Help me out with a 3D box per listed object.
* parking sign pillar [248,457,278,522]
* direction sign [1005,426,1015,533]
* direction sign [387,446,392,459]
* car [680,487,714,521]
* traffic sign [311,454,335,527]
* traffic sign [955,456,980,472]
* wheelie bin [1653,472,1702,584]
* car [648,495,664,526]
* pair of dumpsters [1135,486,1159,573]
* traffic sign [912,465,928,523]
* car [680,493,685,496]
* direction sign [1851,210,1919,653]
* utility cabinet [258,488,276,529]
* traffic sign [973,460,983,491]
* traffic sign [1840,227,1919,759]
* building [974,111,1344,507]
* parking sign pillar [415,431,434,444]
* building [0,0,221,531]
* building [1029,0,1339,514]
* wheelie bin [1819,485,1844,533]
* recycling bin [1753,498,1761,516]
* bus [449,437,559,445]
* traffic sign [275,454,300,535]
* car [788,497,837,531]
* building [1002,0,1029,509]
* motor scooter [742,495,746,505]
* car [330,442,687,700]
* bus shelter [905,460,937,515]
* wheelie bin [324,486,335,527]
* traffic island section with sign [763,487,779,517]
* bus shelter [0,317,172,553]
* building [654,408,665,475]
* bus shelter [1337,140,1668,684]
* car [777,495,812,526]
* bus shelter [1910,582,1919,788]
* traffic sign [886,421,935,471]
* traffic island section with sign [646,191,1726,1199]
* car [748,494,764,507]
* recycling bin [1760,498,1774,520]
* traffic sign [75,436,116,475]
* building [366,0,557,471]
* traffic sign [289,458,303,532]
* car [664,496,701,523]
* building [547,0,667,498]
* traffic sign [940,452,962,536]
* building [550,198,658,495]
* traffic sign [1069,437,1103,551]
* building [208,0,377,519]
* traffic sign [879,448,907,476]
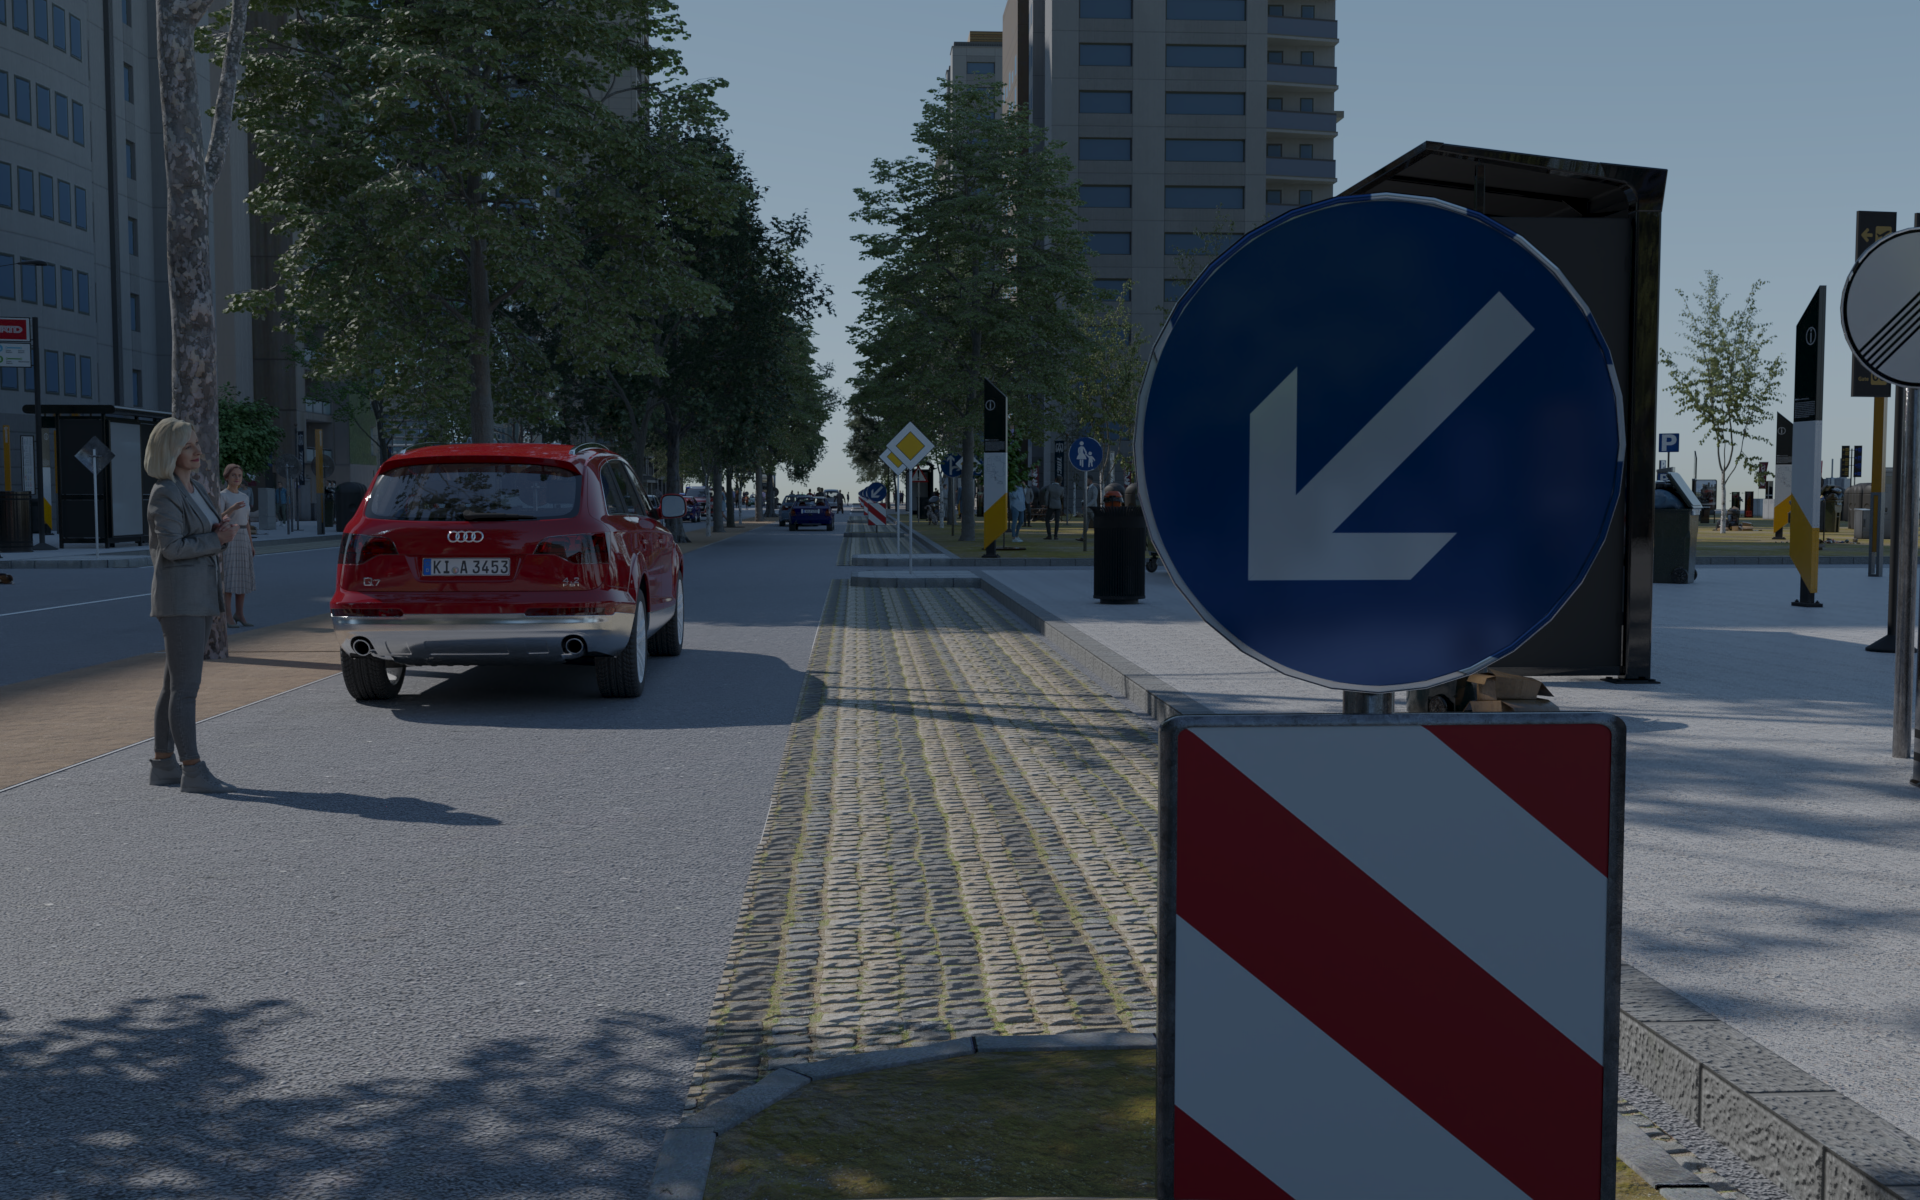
[{"bbox_3d":[-32.079,-5.559,79.356,1.447,3.967,1.447,2,4,31],"label":"parking sign pillar"},{"bbox_3d":[1.637,-4.014,57.624,0.379,3.537,0.876,-1,4,-21],"label":"direction sign"},{"bbox_3d":[-27.187,-5.535,82.499,0.379,3.537,0.876,-2,4,-33],"label":"direction sign"},{"bbox_3d":[-13.964,-5.185,93.441,2.281,1.827,5.304,0,4,-5],"label":"car"},{"bbox_3d":[-20.354,-3.378,55.333,0.768,2.556,0.104,0,4,2],"label":"traffic sign"},{"bbox_3d":[0.269,-3.243,52.752,0.795,2.593,0.064,0,4,1],"label":"traffic sign"},{"bbox_3d":[10.259,-1.043,24.969,0.693,1.594,0.980,2,4,35],"label":"wheelie bin"},{"bbox_3d":[-12.635,-3.436,68.185,2.014,1.417,4.499,0,4,-5],"label":"car"},{"bbox_3d":[3.790,-1.453,26.244,1.574,2.255,4.437,0,4,-4],"label":"pair of dumpsters"},{"bbox_3d":[-1.865,-4.762,77.854,0.884,2.594,0.081,0,4,2],"label":"traffic sign"},{"bbox_3d":[-19.374,-6.707,119.254,1.945,1.707,3.694,0,4,-4],"label":"car"},{"bbox_3d":[7.594,-1.347,14.014,0.876,3.537,0.379,-1,4,-11],"label":"direction sign"},{"bbox_3d":[-24.900,-3.277,62.260,0.318,1.500,1.173,-3,4,-36],"label":"utility cabinet"},{"bbox_3d":[0.449,-3.631,59.478,0.768,2.556,0.104,0,4,-2],"label":"traffic sign"},{"bbox_3d":[4.586,-0.505,8.359,0.768,2.556,0.104,0,4,0],"label":"traffic sign"},{"bbox_3d":[17.911,-29.056,166.944,32.217,40.220,23.993,0,4,-3],"label":"building"},{"bbox_3d":[-22.810,-5.172,73.037,1.447,3.967,1.447,3,5,45],"label":"parking sign pillar"},{"bbox_3d":[-41.861,-31.634,59.220,21.231,58.520,28.212,0,4,-3],"label":"building"},{"bbox_3d":[15.518,-35.703,125.742,21.231,58.520,28.212,0,4,-3],"label":"building"},{"bbox_3d":[29.135,-3.063,57.987,0.980,1.594,0.693,-3,5,-42],"label":"wheelie bin"},{"bbox_3d":[46.143,-5.366,100.281,0.722,1.027,0.722,-3,5,-41],"label":"recycling bin"},{"bbox_3d":[-15.289,-3.832,57.517,2.948,3.499,13.247,0,4,-2],"label":"bus"},{"bbox_3d":[-21.281,-3.346,54.817,0.768,2.556,0.104,0,4,-2],"label":"traffic sign"},{"bbox_3d":[-5.850,-3.422,68.523,1.945,1.354,3.894,0,4,-3],"label":"car"},{"bbox_3d":[11.067,-30.396,147.082,14.600,45.320,14.200,0,4,-3],"label":"building"},{"bbox_3d":[-28.575,-13.179,228.253,0.815,1.314,1.986,0,4,-5],"label":"motor scooter"},{"bbox_3d":[-3.356,-0.305,13.655,2.281,1.827,5.304,0,4,-4],"label":"car"},{"bbox_3d":[-2.475,-6.825,105.510,2.014,3.302,5.546,0,4,-3],"label":"bus shelter"},{"bbox_3d":[-24.628,-3.632,67.296,0.693,1.594,0.980,-1,4,-18],"label":"wheelie bin"},{"bbox_3d":[-11.855,-6.231,110.021,2.006,1.907,1.989,0,4,-3],"label":"traffic island section with sign"},{"bbox_3d":[-20.909,-3.935,41.970,2.179,5.291,8.768,0,4,-4],"label":"bus shelter"},{"bbox_3d":[-48.958,-29.475,253.614,14.160,30.474,14.107,0,4,-3],"label":"building"},{"bbox_3d":[3.763,-1.433,14.711,1.731,3.624,6.357,0,4,-4],"label":"bus shelter"},{"bbox_3d":[-7.254,-4.035,77.979,2.014,1.417,4.499,0,4,-5],"label":"car"},{"bbox_3d":[4.597,-1.577,3.411,2.179,5.291,8.768,0,4,-3],"label":"bus shelter"},{"bbox_3d":[-0.771,-1.558,27.670,0.795,2.593,0.064,0,4,-3],"label":"traffic sign"},{"bbox_3d":[0.410,0.340,3.074,1.989,1.847,2.006,0,4,-3],"label":"traffic island section with sign"},{"bbox_3d":[-23.314,-11.399,198.168,2.131,1.459,4.920,0,4,-5],"label":"car"},{"bbox_3d":[41.209,-4.598,87.728,0.722,1.027,0.722,-2,4,-24],"label":"recycling bin"},{"bbox_3d":[-17.318,-1.988,34.695,0.795,2.593,0.064,0,4,-3],"label":"traffic sign"},{"bbox_3d":[-47.890,-51.399,153.042,22.319,86.520,31.000,0,4,-3],"label":"building"},{"bbox_3d":[-22.593,-3.573,58.517,0.768,2.556,0.104,0,4,1],"label":"traffic sign"},{"bbox_3d":[-14.099,-4.591,87.640,1.945,1.354,3.894,0,4,-4],"label":"car"},{"bbox_3d":[-50.436,-48.714,234.718,20.563,71.187,20.611,0,4,-3],"label":"building"},{"bbox_3d":[-0.217,-3.233,52.970,0.768,2.556,0.104,0,4,1],"label":"traffic sign"},{"bbox_3d":[-54.281,-31.881,213.132,32.217,40.220,23.993,0,4,-3],"label":"building"},{"bbox_3d":[2.801,-2.361,38.705,0.768,2.556,0.104,0,4,-3],"label":"traffic sign"},{"bbox_3d":[-39.383,-24.798,89.044,14.154,41.232,14.086,0,4,-3],"label":"building"},{"bbox_3d":[-1.252,-2.046,35.641,0.795,2.593,0.064,0,4,-3],"label":"traffic sign"}]
